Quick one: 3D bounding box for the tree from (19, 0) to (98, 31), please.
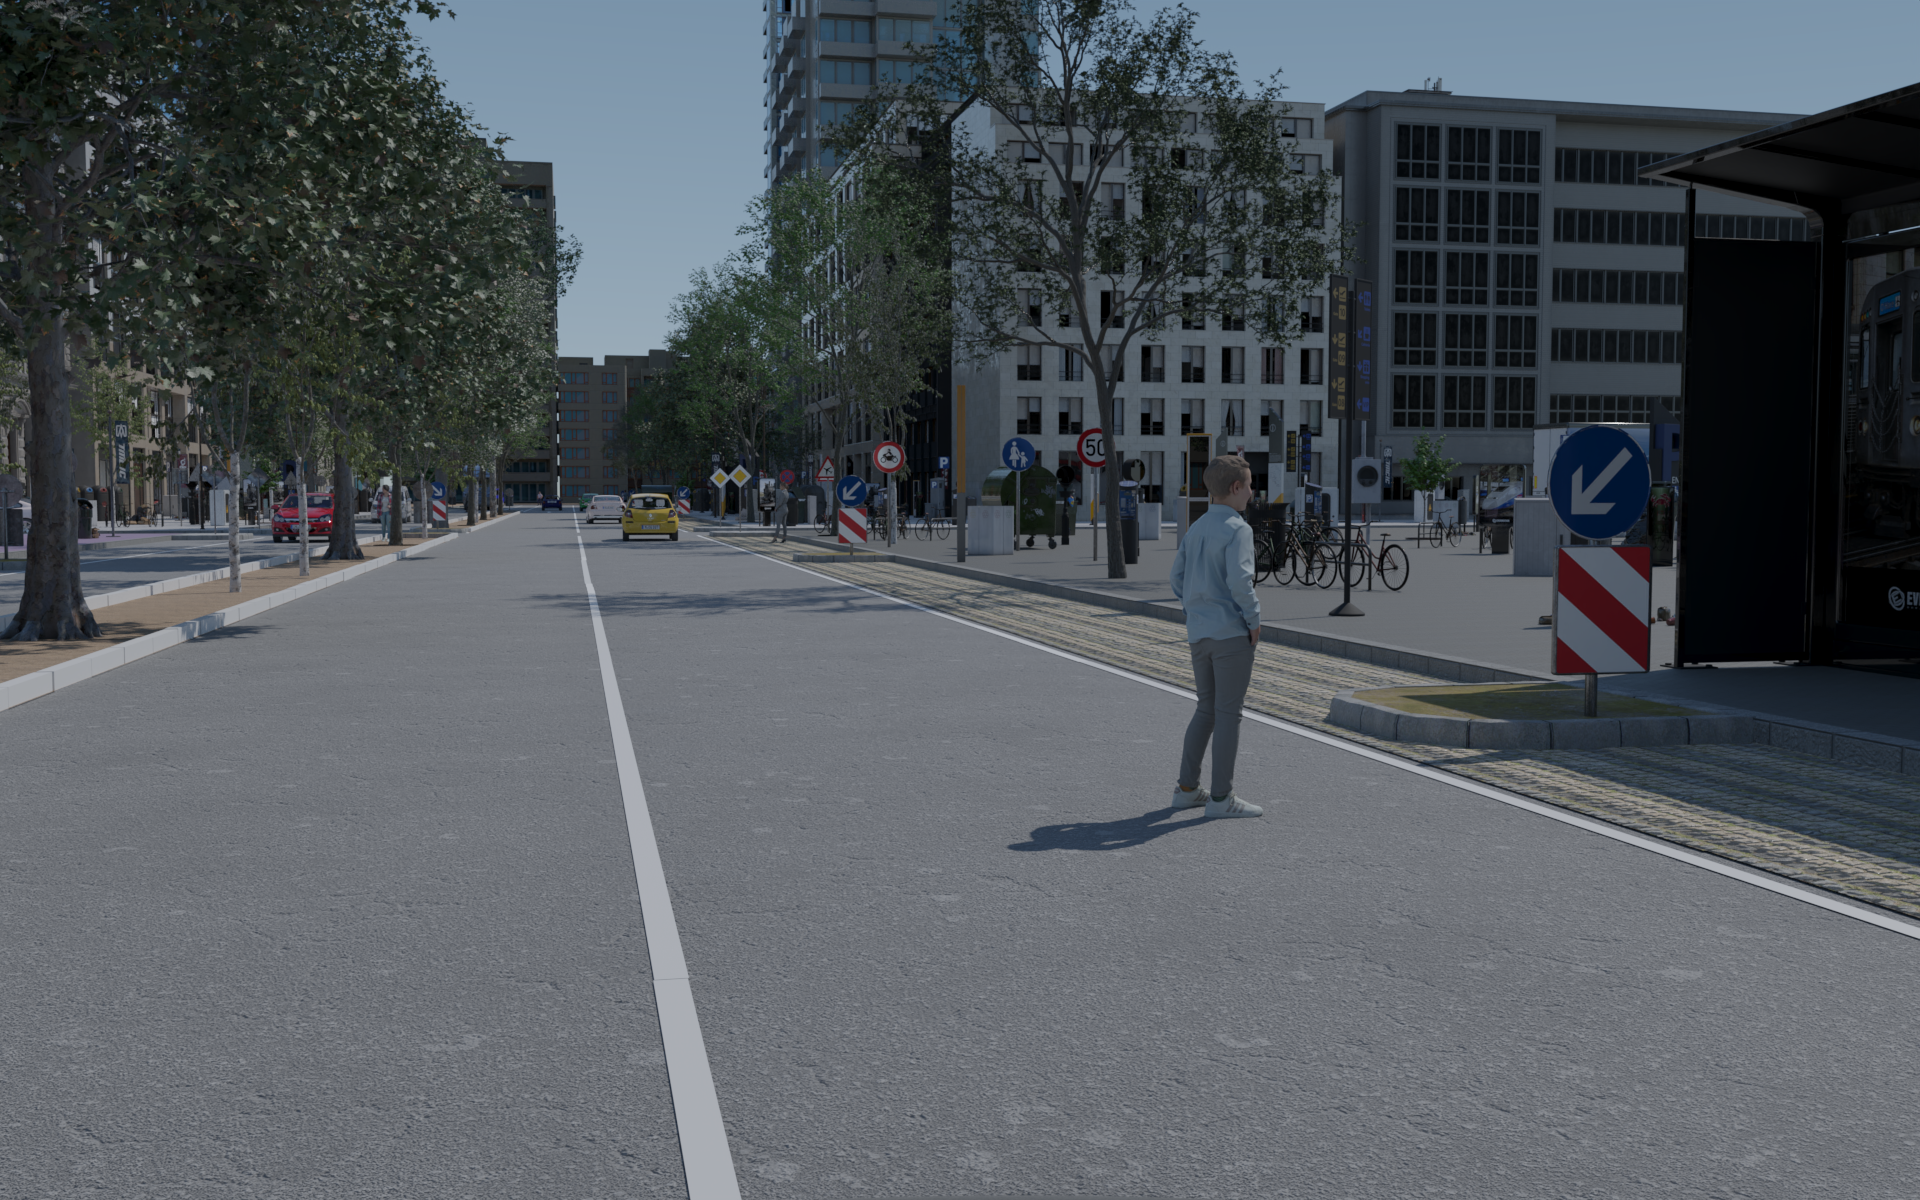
[{"bbox_3d":[-6.120,-5.669,5.523,12.009,13.543,11.850,0,3,0],"label":"tree"}]

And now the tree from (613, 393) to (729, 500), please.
[{"bbox_3d":[-20.501,-11.892,128.840,7.601,10.594,8.767,0,4,7],"label":"tree"}]

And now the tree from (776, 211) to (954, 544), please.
[{"bbox_3d":[-1.902,-5.742,44.250,4.360,8.622,3.978,0,3,0],"label":"tree"}]

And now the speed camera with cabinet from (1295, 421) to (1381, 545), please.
[{"bbox_3d":[9.519,-3.015,43.636,2.038,3.252,0.660,0,4,-1],"label":"speed camera with cabinet"}]

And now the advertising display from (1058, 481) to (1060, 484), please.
[{"bbox_3d":[4.473,-4.267,74.986,0.123,1.923,0.974,-1,4,-16],"label":"advertising display"}]

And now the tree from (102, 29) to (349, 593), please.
[{"bbox_3d":[-10.570,-4.419,25.071,4.360,8.622,3.978,0,3,0],"label":"tree"}]

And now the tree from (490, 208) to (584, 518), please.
[{"bbox_3d":[-29.590,-15.066,104.673,12.611,20.169,13.585,0,3,0],"label":"tree"}]

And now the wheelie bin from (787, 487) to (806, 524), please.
[{"bbox_3d":[-7.143,-4.107,75.056,0.693,1.594,0.980,2,4,28],"label":"wheelie bin"}]

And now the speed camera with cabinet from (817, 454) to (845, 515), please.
[{"bbox_3d":[-6.354,-5.552,85.117,0.660,3.252,2.038,-2,4,-31],"label":"speed camera with cabinet"}]

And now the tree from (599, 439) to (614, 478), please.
[{"bbox_3d":[-40.146,-17.143,214.699,8.767,10.594,7.601,-2,4,-30],"label":"tree"}]

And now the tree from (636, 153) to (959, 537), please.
[{"bbox_3d":[-3.598,-7.739,52.287,9.928,11.665,9.643,0,3,0],"label":"tree"}]

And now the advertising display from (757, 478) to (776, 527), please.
[{"bbox_3d":[-7.662,-3.881,68.662,0.123,1.923,0.974,3,4,36],"label":"advertising display"}]

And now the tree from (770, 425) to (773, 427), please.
[{"bbox_3d":[-10.890,-10.176,116.742,4.360,8.622,3.978,0,3,0],"label":"tree"}]

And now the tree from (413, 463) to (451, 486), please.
[{"bbox_3d":[-56.287,-12.361,185.820,4.285,4.588,4.351,0,3,0],"label":"tree"}]

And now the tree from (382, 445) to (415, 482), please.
[{"bbox_3d":[-42.642,-12.648,124.927,7.486,12.596,7.792,0,3,0],"label":"tree"}]

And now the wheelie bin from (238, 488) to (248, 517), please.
[{"bbox_3d":[-40.643,-5.537,98.438,0.693,1.594,0.980,-1,4,-21],"label":"wheelie bin"}]

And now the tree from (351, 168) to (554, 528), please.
[{"bbox_3d":[-20.333,-9.679,67.358,9.857,13.997,8.962,0,3,0],"label":"tree"}]

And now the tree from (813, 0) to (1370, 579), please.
[{"bbox_3d":[2.295,-5.626,26.406,8.767,10.594,7.601,-1,4,-21],"label":"tree"}]

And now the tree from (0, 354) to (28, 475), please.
[{"bbox_3d":[-23.781,-5.523,40.670,4.737,8.622,4.395,0,3,0],"label":"tree"}]

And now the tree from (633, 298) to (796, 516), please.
[{"bbox_3d":[-14.277,-11.261,101.124,9.611,12.733,9.660,0,3,0],"label":"tree"}]

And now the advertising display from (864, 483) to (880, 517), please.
[{"bbox_3d":[-4.982,-5.683,98.132,0.974,1.923,0.123,-2,4,-31],"label":"advertising display"}]

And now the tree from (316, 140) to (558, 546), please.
[{"bbox_3d":[-15.414,-7.284,47.303,9.928,11.665,9.643,0,3,0],"label":"tree"}]

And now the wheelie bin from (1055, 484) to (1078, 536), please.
[{"bbox_3d":[3.221,-2.803,53.744,0.980,1.594,0.693,3,5,40],"label":"wheelie bin"}]

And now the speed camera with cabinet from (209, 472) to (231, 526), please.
[{"bbox_3d":[-29.920,-4.644,70.272,0.660,3.252,2.038,-1,4,-11],"label":"speed camera with cabinet"}]

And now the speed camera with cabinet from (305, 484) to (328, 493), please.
[{"bbox_3d":[-40.690,-6.984,108.521,2.038,3.252,0.660,0,4,-3],"label":"speed camera with cabinet"}]

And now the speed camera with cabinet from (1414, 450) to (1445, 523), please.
[{"bbox_3d":[20.993,-5.080,77.393,0.660,3.252,2.038,3,4,38],"label":"speed camera with cabinet"}]

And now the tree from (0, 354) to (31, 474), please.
[{"bbox_3d":[-34.895,-6.842,62.223,4.360,8.622,3.978,0,3,0],"label":"tree"}]

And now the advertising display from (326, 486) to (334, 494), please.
[{"bbox_3d":[-48.300,-7.833,133.281,0.974,1.923,0.123,0,4,-3],"label":"advertising display"}]

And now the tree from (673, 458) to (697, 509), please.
[{"bbox_3d":[-24.246,-12.146,148.941,4.737,8.622,4.395,0,3,0],"label":"tree"}]

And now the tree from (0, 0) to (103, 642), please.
[{"bbox_3d":[-9.060,-5.967,17.029,9.611,12.733,9.660,0,3,0],"label":"tree"}]

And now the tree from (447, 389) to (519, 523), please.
[{"bbox_3d":[-24.102,-8.153,86.129,4.360,8.622,3.978,0,3,0],"label":"tree"}]

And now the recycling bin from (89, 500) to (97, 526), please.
[{"bbox_3d":[-34.697,-3.427,68.582,0.722,1.027,0.722,0,4,3],"label":"recycling bin"}]

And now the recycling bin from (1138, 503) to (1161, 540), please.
[{"bbox_3d":[5.238,-2.196,48.460,0.722,1.027,0.722,1,4,12],"label":"recycling bin"}]

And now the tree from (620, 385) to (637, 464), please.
[{"bbox_3d":[-9.435,-9.277,77.434,9.928,11.665,9.643,0,3,0],"label":"tree"}]

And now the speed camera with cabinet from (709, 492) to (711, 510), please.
[{"bbox_3d":[-18.927,-8.656,135.867,2.038,3.252,0.660,0,4,-3],"label":"speed camera with cabinet"}]

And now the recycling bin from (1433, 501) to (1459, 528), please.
[{"bbox_3d":[18.256,-3.214,65.095,0.722,1.027,0.722,-1,4,-14],"label":"recycling bin"}]

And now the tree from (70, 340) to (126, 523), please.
[{"bbox_3d":[-36.971,-7.643,75.326,4.737,8.622,4.395,0,3,0],"label":"tree"}]

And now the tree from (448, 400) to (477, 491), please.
[{"bbox_3d":[-16.942,-6.228,54.655,4.737,8.622,4.395,0,3,0],"label":"tree"}]

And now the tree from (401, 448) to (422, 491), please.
[{"bbox_3d":[-45.299,-11.561,139.384,4.360,8.622,3.978,0,3,0],"label":"tree"}]

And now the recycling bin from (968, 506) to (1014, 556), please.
[{"bbox_3d":[0.647,-1.467,36.534,0.722,1.027,0.722,3,5,44],"label":"recycling bin"}]

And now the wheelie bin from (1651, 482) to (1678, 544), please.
[{"bbox_3d":[17.812,-2.207,43.996,0.980,1.594,0.693,-1,4,-21],"label":"wheelie bin"}]

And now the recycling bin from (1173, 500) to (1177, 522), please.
[{"bbox_3d":[10.293,-4.132,80.118,0.722,1.027,0.722,-1,4,-8],"label":"recycling bin"}]

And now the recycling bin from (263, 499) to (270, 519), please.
[{"bbox_3d":[-36.003,-4.786,90.797,0.722,1.027,0.722,3,4,38],"label":"recycling bin"}]

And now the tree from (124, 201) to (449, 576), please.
[{"bbox_3d":[-11.317,-4.700,29.659,4.737,8.622,4.395,0,3,0],"label":"tree"}]

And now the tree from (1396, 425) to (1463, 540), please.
[{"bbox_3d":[13.035,-3.319,48.872,1.663,3.219,1.824,0,3,0],"label":"tree"}]

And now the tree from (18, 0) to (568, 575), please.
[{"bbox_3d":[-13.494,-7.226,37.604,9.611,12.733,9.660,0,3,0],"label":"tree"}]

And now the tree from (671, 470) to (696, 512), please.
[{"bbox_3d":[-19.325,-7.803,122.186,1.663,3.219,1.824,0,3,0],"label":"tree"}]

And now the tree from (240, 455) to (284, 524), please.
[{"bbox_3d":[-30.197,-4.935,75.292,1.663,3.219,1.824,0,3,0],"label":"tree"}]

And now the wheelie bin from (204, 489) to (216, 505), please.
[{"bbox_3d":[-43.196,-5.626,99.899,0.980,1.594,0.693,-2,4,-32],"label":"wheelie bin"}]

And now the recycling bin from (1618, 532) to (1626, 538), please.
[{"bbox_3d":[19.672,-2.380,51.466,0.722,1.027,0.722,-2,4,-32],"label":"recycling bin"}]

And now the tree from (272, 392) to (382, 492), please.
[{"bbox_3d":[-34.950,-10.623,91.819,7.486,12.596,7.792,0,3,0],"label":"tree"}]
